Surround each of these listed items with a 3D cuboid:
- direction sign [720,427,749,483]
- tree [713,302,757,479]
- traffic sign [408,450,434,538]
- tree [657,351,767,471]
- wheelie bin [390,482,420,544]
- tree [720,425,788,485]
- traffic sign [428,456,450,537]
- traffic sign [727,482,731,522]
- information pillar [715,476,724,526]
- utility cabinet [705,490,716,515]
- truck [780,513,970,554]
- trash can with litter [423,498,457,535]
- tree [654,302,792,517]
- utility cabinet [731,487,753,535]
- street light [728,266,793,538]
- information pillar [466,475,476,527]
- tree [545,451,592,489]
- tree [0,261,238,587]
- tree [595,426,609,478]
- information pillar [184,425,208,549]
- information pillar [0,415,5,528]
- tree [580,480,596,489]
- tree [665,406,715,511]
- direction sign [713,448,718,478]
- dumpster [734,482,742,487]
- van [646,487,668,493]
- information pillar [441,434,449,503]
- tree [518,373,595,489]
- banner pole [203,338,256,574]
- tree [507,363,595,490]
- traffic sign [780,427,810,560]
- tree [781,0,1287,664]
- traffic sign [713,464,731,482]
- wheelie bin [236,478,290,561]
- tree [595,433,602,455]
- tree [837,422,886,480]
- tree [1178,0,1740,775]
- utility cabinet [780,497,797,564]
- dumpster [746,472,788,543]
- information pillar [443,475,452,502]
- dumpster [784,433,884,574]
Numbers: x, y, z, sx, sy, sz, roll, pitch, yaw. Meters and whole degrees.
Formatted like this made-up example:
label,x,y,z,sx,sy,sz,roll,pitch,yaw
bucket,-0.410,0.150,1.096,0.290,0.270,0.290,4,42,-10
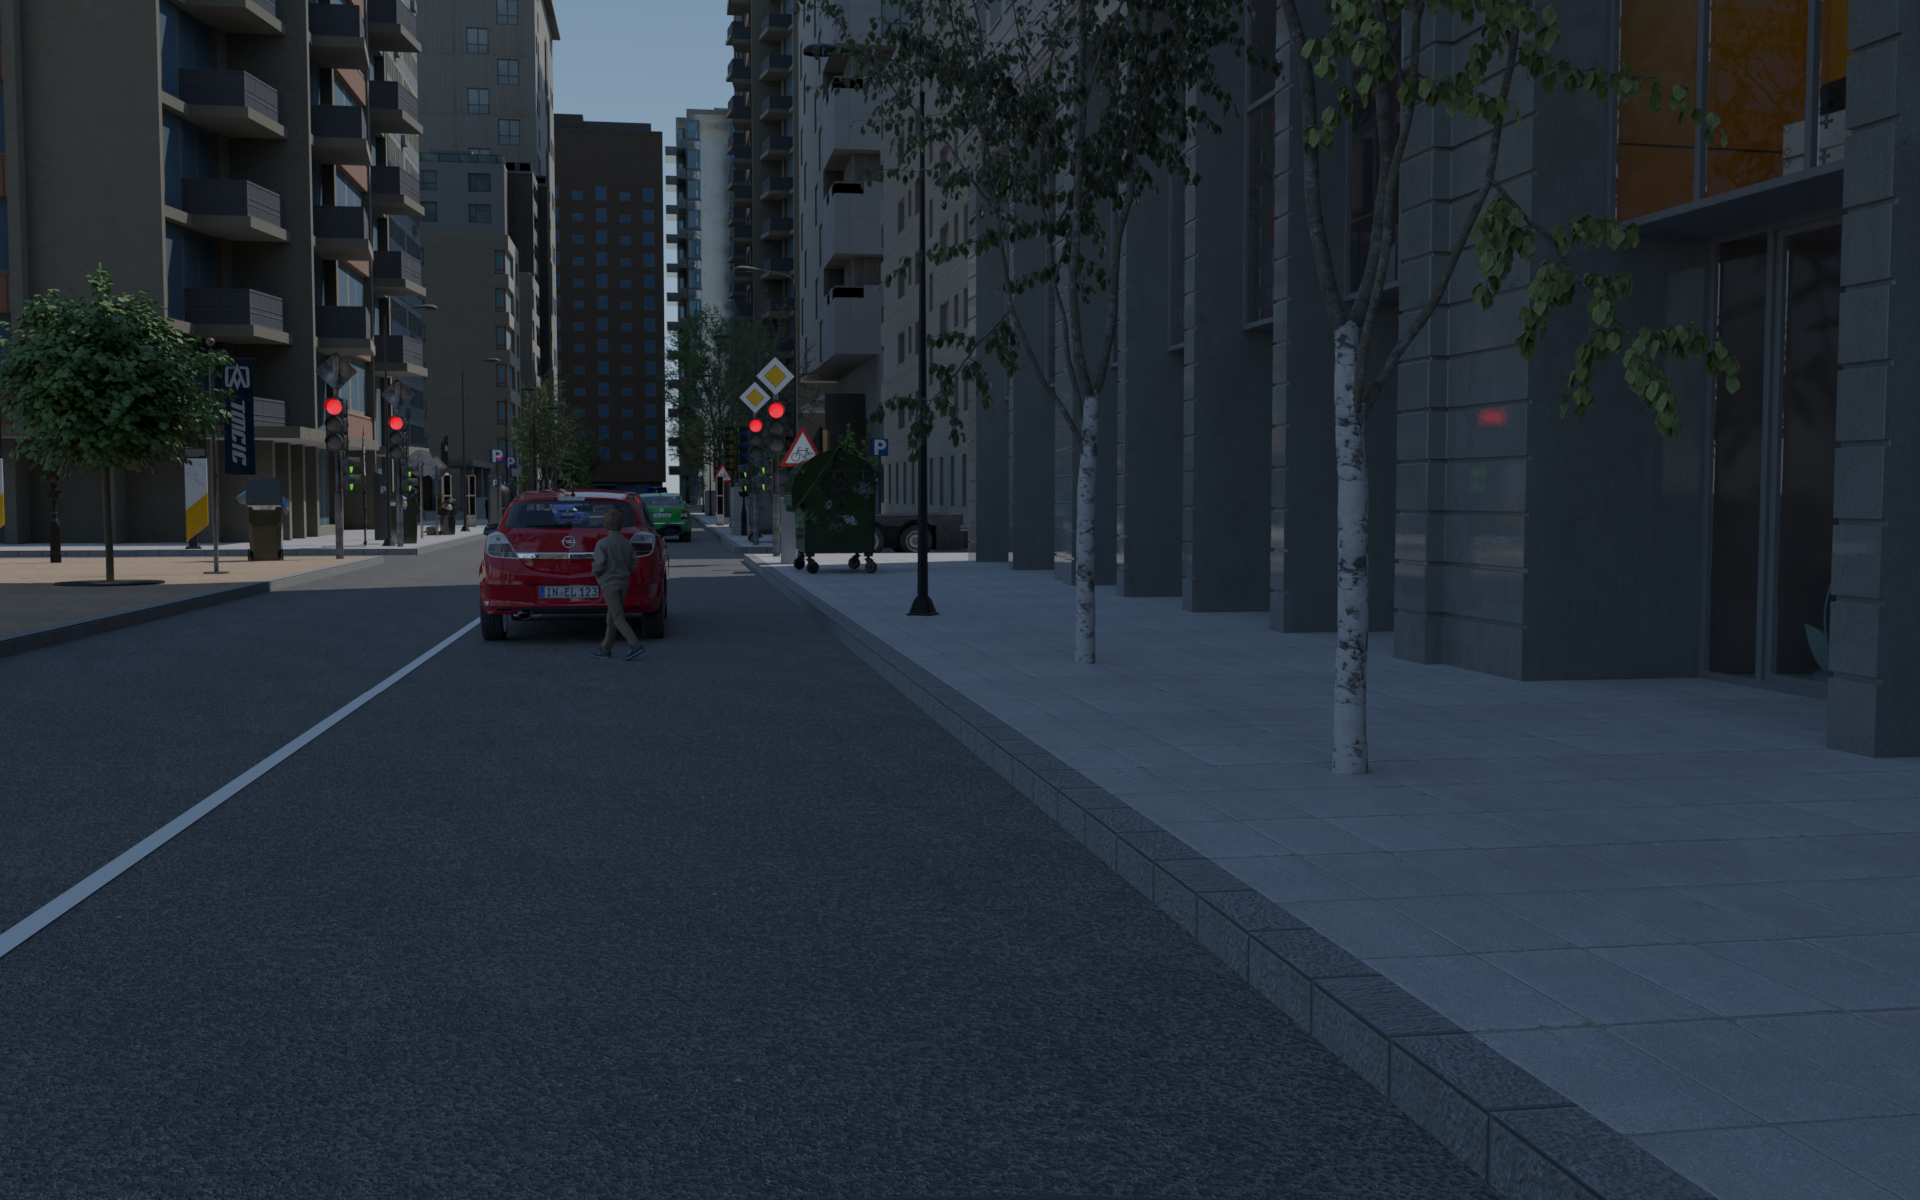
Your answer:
label,x,y,z,sx,sy,sz,roll,pitch,yaw
direction sign,-7.530,-4.072,58.571,0.876,3.537,0.379,-2,4,-31
tree,-7.202,-6.913,63.390,4.360,8.622,3.978,0,3,0
traffic sign,-15.565,-3.053,50.030,0.768,2.556,0.104,0,4,-1
tree,-15.550,-10.736,109.939,7.601,10.594,8.767,0,4,4
wheelie bin,-14.396,-2.260,44.852,0.693,1.594,0.980,-3,4,-37
tree,-9.167,-5.707,77.017,4.285,4.588,4.351,0,3,0
traffic sign,-15.794,-3.124,52.266,0.795,2.450,0.064,0,4,-7
traffic sign,-10.700,-4.923,80.604,0.768,2.556,0.104,0,4,-8
information pillar,-9.742,-4.019,70.207,0.304,2.012,0.304,-1,4,-17
utility cabinet,-14.887,-5.783,103.227,0.318,1.500,1.173,1,4,13
truck,5.217,-3.105,40.529,18.799,4.110,2.967,-1,4,-9
trash can with litter,-16.243,-2.611,54.071,1.055,1.170,0.624,1,4,10
tree,-13.064,-10.376,95.401,9.928,11.665,9.643,0,3,0
utility cabinet,-6.578,-2.784,54.193,1.173,1.500,0.318,-2,4,-31
street light,-3.918,-3.852,35.528,1.470,5.913,1.316,-1,4,-10
information pillar,-19.186,-3.878,67.895,0.304,2.012,0.304,-3,5,-43
tree,-28.282,-8.632,124.846,4.285,4.588,4.351,0,3,0
tree,-12.202,-2.501,24.599,4.285,4.588,4.351,0,3,0
tree,-37.308,-13.645,173.459,4.360,8.622,3.978,0,3,0
information pillar,-17.819,-2.997,40.354,0.504,3.616,0.183,-1,4,-16
information pillar,-22.572,-2.995,40.319,0.504,3.616,0.183,-1,4,-20
tree,-39.760,-11.710,186.064,1.663,3.219,1.824,0,3,0
tree,-20.042,-11.098,131.813,4.737,8.622,4.395,0,3,0
direction sign,-11.953,-5.756,86.111,0.379,3.537,0.876,2,4,34
dumpster,-6.738,-3.102,56.472,1.264,1.857,1.865,-1,4,-10
van,-25.722,-8.718,146.931,2.240,2.365,5.245,-1,4,-11
information pillar,-20.141,-4.673,67.758,0.183,3.616,0.504,0,4,8
tree,-24.718,-9.436,104.642,4.360,8.622,3.978,0,3,0
banner pole,-11.794,-2.320,27.941,0.863,3.779,0.401,-2,4,-29
tree,-23.675,-9.045,98.250,4.737,8.622,4.395,0,3,0
traffic sign,-3.035,-2.048,33.495,0.884,2.594,0.081,0,4,-7
tree,0.862,-3.838,13.112,4.360,8.622,3.978,0,3,0
traffic sign,-10.141,-4.535,74.151,0.884,2.594,0.081,0,4,-8
wheelie bin,-13.432,-1.561,33.427,0.980,1.594,0.693,-1,4,-17
tree,-30.556,-11.380,136.430,4.737,8.622,4.395,0,3,0
tree,-3.069,-3.197,46.865,1.663,3.219,1.824,0,3,0
tree,1.831,-3.494,7.493,4.737,8.622,4.395,0,3,0
utility cabinet,-3.163,-1.281,32.101,0.306,1.237,1.020,0,4,-5
dumpster,-5.012,-2.465,46.063,1.264,1.857,1.865,-1,4,-10
information pillar,-19.374,-3.730,65.480,0.304,2.012,0.304,-1,4,-14
dumpster,-2.092,-1.594,28.556,1.502,2.255,1.985,-1,4,-10
